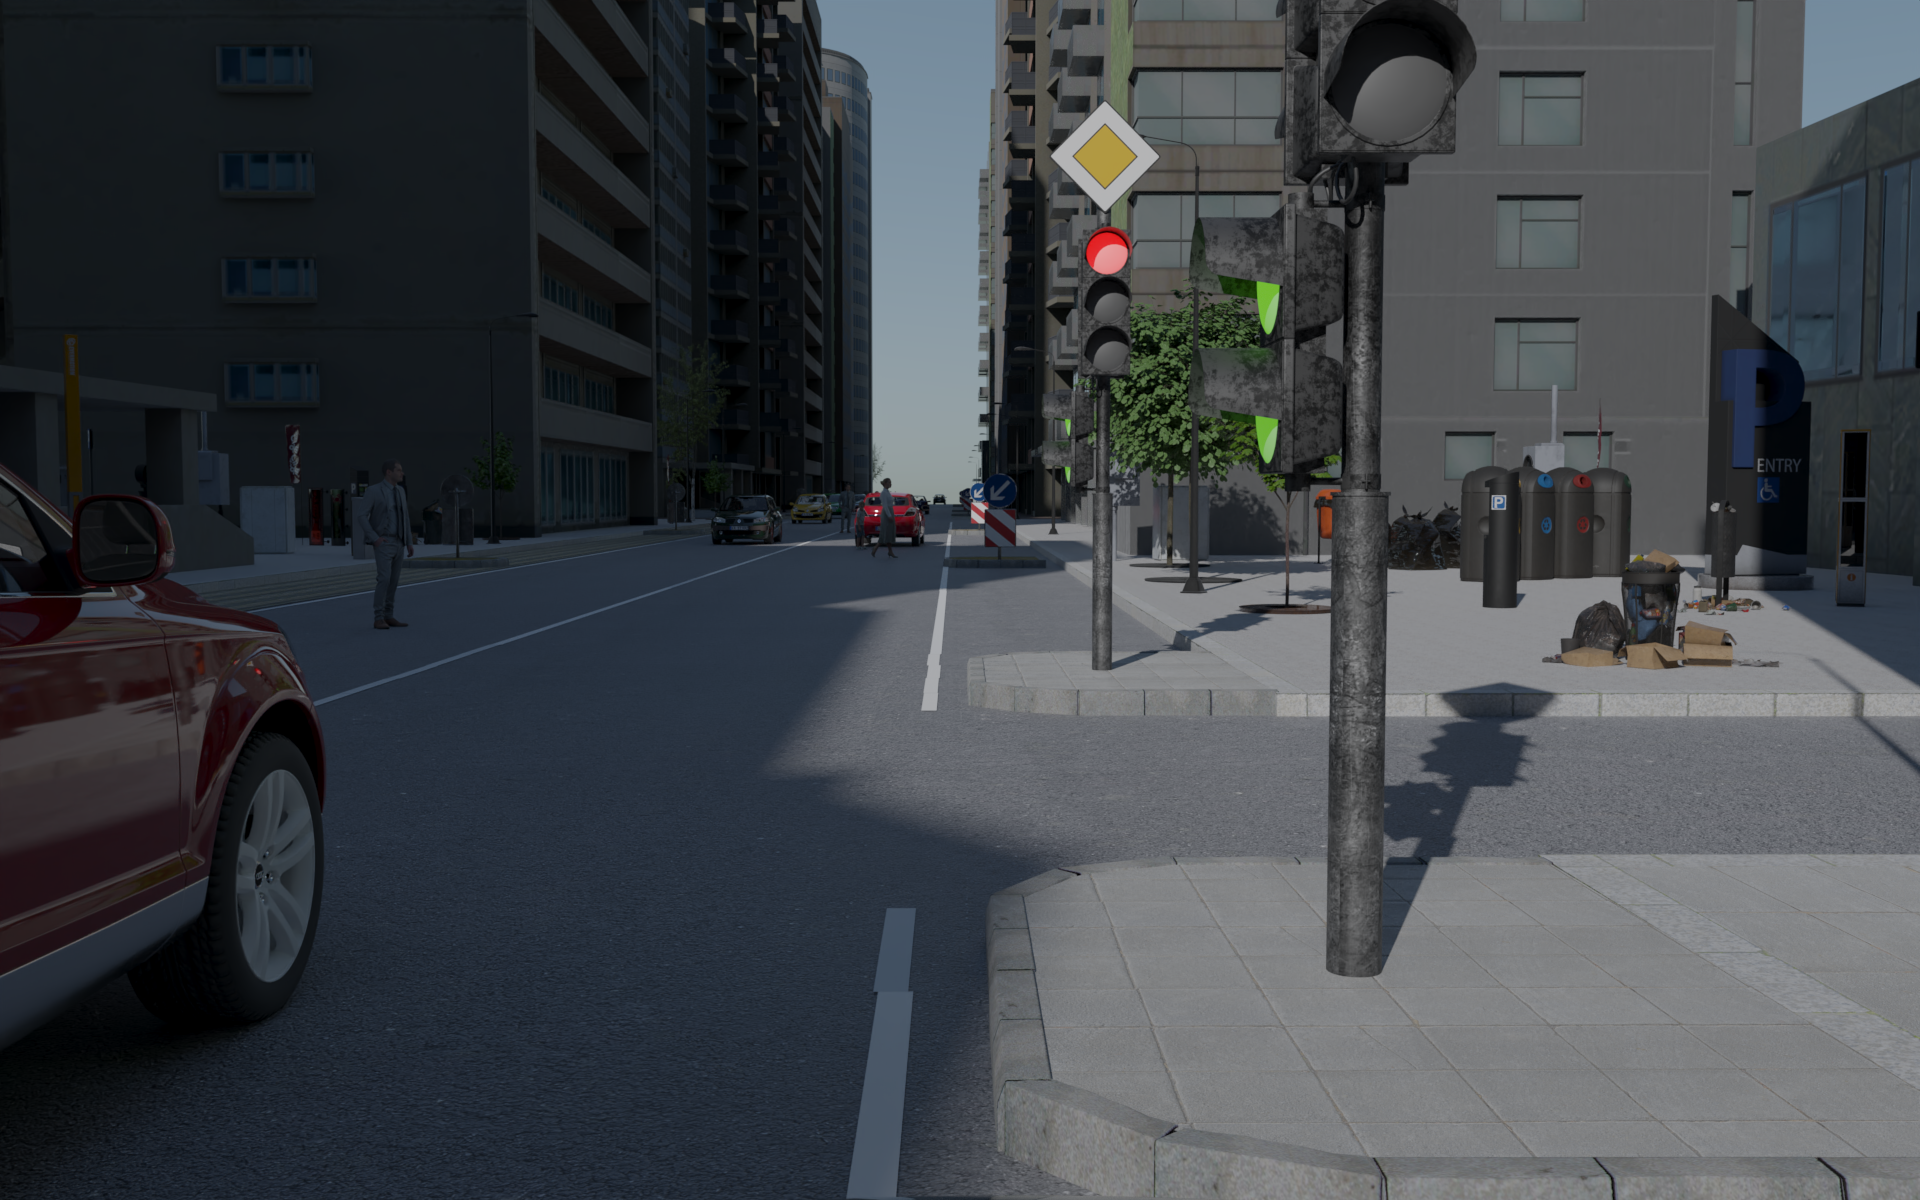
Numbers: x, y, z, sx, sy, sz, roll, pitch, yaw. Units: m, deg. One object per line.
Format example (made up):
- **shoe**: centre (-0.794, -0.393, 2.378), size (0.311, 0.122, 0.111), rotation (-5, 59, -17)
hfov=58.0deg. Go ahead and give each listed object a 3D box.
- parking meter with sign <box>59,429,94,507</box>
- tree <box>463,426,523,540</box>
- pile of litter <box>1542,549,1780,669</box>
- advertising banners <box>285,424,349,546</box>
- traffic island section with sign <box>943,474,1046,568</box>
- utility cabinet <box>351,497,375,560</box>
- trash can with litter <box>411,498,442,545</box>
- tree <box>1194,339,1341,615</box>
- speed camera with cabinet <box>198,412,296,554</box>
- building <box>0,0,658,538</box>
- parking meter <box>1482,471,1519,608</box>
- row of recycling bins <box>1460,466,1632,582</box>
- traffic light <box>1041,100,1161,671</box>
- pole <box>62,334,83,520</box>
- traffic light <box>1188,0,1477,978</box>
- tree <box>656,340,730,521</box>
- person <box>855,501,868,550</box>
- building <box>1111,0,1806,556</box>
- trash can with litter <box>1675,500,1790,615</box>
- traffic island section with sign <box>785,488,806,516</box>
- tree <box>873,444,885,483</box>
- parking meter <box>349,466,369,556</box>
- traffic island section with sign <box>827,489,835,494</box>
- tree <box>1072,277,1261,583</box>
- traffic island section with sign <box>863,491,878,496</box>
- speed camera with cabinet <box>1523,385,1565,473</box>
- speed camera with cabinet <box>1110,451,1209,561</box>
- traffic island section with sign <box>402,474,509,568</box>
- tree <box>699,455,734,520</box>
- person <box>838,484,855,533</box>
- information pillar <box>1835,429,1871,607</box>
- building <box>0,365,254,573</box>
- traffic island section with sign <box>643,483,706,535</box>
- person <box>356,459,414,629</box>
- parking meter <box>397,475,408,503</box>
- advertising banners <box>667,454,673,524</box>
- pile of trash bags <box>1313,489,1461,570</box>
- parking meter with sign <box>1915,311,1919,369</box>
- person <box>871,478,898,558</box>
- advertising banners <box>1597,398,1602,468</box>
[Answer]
- **parking meter with sign**: centre (-23.907, -3.033, 45.856), size (1.738, 3.016, 0.543), rotation (-2, 4, -30)
- **tree**: centre (-12.814, -3.301, 48.573), size (1.663, 3.219, 1.824), rotation (0, 3, 0)
- **pile of litter**: centre (5.326, 0.054, 13.090), size (1.719, 0.858, 1.176), rotation (1, 4, 22)
- **advertising banners**: centre (-16.007, -2.867, 43.057), size (2.074, 3.025, 0.090), rotation (2, 4, 28)
- **traffic island section with sign**: centre (0.667, -1.577, 34.408), size (1.989, 1.847, 2.006), rotation (0, 4, 0)
- **utility cabinet**: centre (-11.618, -1.419, 34.368), size (0.306, 1.237, 1.020), rotation (1, 4, 17)
- **trash can with litter**: centre (-13.620, -1.989, 43.913), size (1.055, 1.170, 0.624), rotation (-1, 4, -11)
- **tree**: centre (3.651, -1.476, 18.737), size (1.663, 3.219, 1.824), rotation (0, 3, 0)
- **speed camera with cabinet**: centre (-15.382, -2.615, 37.092), size (2.038, 3.252, 0.660), rotation (0, 4, -4)
- **building**: centre (-23.097, -26.657, 59.544), size (21.300, 48.544, 21.600), rotation (0, 4, 0)
- **parking meter**: centre (6.109, -0.682, 19.564), size (0.372, 1.533, 0.369), rotation (0, 3, 0)
- **row of recycling bins**: centre (8.869, -1.172, 26.269), size (3.534, 1.692, 1.069), rotation (-2, 4, -35)
- **traffic light**: centre (1.018, -1.444, 12.537), size (0.839, 4.253, 0.868), rotation (0, 4, 0)
- **pole**: centre (-11.388, -1.738, 22.259), size (0.158, 3.312, 0.155), rotation (0, 3, 0)
- **traffic light**: centre (1.043, -0.956, 4.552), size (0.839, 4.253, 0.868), rotation (0, 4, 0)
- **tree**: centre (-12.919, -8.067, 82.251), size (4.737, 8.622, 4.395), rotation (0, 3, 0)
- **person**: centre (-2.544, -1.932, 44.765), size (0.332, 1.250, 0.352), rotation (-2, 4, -24)
- **building**: centre (10.555, -21.913, 41.865), size (14.154, 41.232, 14.086), rotation (0, 4, 0)
- **trash can with litter**: centre (8.355, -0.507, 19.350), size (1.678, 1.210, 2.233), rotation (2, 4, 32)
- **traffic island section with sign**: centre (-10.238, -6.335, 112.208), size (1.989, 1.847, 2.006), rotation (0, 4, 0)
- **tree**: centre (-12.683, -18.173, 247.492), size (4.360, 8.622, 3.978), rotation (0, 3, 0)
- **parking meter**: centre (-12.396, -1.839, 35.784), size (0.399, 1.863, 0.255), rotation (3, 5, 44)
- **traffic island section with sign**: centre (-10.324, -8.013, 139.638), size (1.989, 1.847, 2.006), rotation (0, 4, 0)
- **tree**: centre (3.454, -2.556, 25.499), size (4.285, 4.588, 4.351), rotation (0, 3, 0)
- **traffic island section with sign**: centre (-10.495, -11.396, 194.958), size (1.989, 1.847, 2.006), rotation (0, 4, 0)
- **speed camera with cabinet**: centre (10.603, -2.317, 32.225), size (0.660, 3.252, 2.038), rotation (0, 4, -1)
- **speed camera with cabinet**: centre (3.741, -2.385, 33.329), size (2.038, 3.252, 0.660), rotation (-1, 4, -9)
- **traffic island section with sign**: centre (-9.995, -1.556, 34.074), size (1.989, 1.847, 2.006), rotation (0, 4, 0)
- **tree**: centre (-12.167, -5.603, 86.218), size (1.663, 3.219, 1.824), rotation (0, 3, 0)
- **person**: centre (-4.189, -3.395, 64.114), size (0.635, 1.810, 0.391), rotation (-1, 4, -16)
- **information pillar**: centre (10.188, -0.934, 19.766), size (0.304, 2.012, 0.304), rotation (2, 4, 25)
- **building**: centre (-28.908, -20.269, 23.272), size (32.217, 40.220, 23.993), rotation (0, 4, 0)
- **traffic island section with sign**: centre (-10.085, -3.228, 61.411), size (1.989, 1.847, 2.006), rotation (0, 4, 0)
- **person**: centre (-6.149, -0.612, 18.610), size (0.391, 1.810, 0.635), rotation (1, 4, 16)
- **parking meter**: centre (-14.934, -2.475, 46.177), size (0.399, 1.863, 0.255), rotation (-1, 4, -18)
- **advertising banners**: centre (-12.533, -4.816, 74.929), size (0.090, 3.025, 2.074), rotation (-1, 4, -15)
- **pile of trash bags**: centre (7.502, -1.287, 30.790), size (1.912, 1.369, 3.447), rotation (-2, 4, -29)
- **parking meter with sign**: centre (9.800, -1.206, 15.974), size (0.543, 3.016, 1.738), rotation (-2, 4, -35)
- **person**: centre (-1.707, -1.851, 38.991), size (0.641, 1.798, 0.478), rotation (1, 4, 22)
- **advertising banners**: centre (12.040, -2.234, 32.706), size (0.090, 3.025, 2.074), rotation (1, 4, 20)
